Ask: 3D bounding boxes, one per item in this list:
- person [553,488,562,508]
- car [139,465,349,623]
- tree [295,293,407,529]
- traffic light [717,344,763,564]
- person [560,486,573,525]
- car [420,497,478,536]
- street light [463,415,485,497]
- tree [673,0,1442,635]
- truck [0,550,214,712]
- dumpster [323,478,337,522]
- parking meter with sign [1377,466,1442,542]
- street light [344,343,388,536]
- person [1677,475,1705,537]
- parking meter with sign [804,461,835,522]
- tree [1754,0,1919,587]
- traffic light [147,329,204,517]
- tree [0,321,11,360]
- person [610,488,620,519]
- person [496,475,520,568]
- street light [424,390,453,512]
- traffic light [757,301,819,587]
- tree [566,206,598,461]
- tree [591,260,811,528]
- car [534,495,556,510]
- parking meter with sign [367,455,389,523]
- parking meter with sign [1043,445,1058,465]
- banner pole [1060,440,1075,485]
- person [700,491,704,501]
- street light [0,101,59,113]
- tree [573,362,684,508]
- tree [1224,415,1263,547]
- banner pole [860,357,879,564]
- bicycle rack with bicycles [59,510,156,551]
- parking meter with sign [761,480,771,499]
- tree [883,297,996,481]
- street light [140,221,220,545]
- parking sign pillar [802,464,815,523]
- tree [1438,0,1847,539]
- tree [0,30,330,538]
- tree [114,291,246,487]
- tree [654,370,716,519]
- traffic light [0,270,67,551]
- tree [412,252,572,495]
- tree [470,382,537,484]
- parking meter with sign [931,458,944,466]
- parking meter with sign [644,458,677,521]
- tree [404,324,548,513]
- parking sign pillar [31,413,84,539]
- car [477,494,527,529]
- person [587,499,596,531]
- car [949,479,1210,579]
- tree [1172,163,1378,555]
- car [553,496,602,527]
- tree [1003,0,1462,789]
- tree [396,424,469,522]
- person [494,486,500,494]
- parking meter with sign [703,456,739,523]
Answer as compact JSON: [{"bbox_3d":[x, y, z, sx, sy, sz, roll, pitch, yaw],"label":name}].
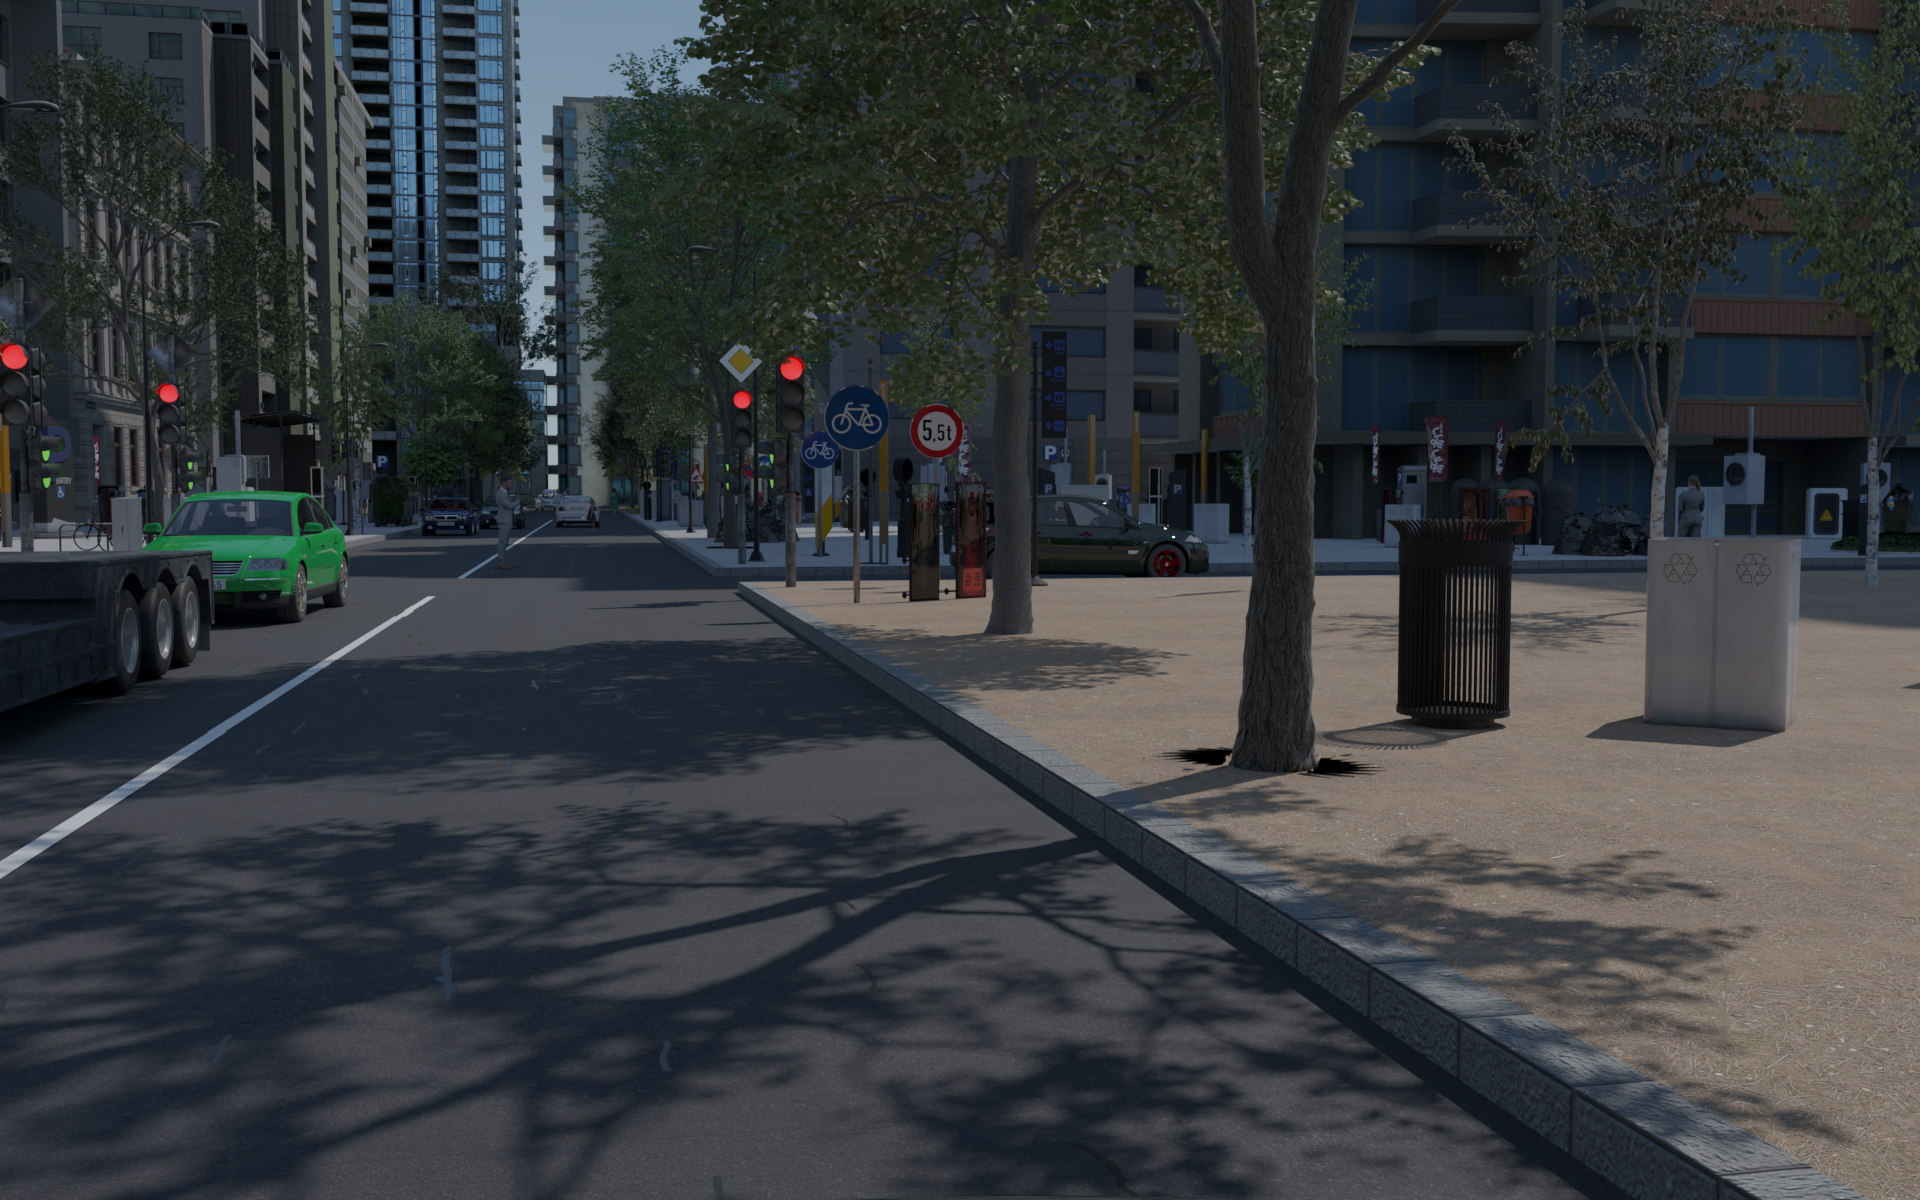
[{"bbox_3d":[-21.485,-5.146,93.312,0.731,1.740,0.598,-2,4,-35],"label":"person"},{"bbox_3d":[-8.458,-0.718,20.538,1.959,1.807,4.718,-1,4,-10],"label":"car"},{"bbox_3d":[-22.268,-6.928,63.636,4.737,8.622,4.395,0,3,0],"label":"tree"},{"bbox_3d":[-4.008,-2.610,31.591,0.839,4.253,0.868,-1,4,-12],"label":"traffic light"},{"bbox_3d":[-18.459,-4.415,80.963,0.850,1.792,0.678,0,4,8],"label":"person"},{"bbox_3d":[-17.877,-2.944,60.716,1.945,1.354,3.894,-1,4,-12],"label":"car"},{"bbox_3d":[-28.483,-7.878,101.351,1.470,5.913,1.316,-1,4,-12],"label":"street light"},{"bbox_3d":[0.830,-5.977,15.848,7.486,12.596,7.792,0,3,0],"label":"tree"},{"bbox_3d":[-5.663,-0.977,5.733,2.967,4.110,18.799,-1,4,-13],"label":"truck"},{"bbox_3d":[-21.196,-3.119,56.746,1.264,1.857,1.865,-1,4,-12],"label":"dumpster"},{"bbox_3d":[12.175,-3.089,46.768,1.738,3.016,0.543,0,4,-4],"label":"parking meter with sign"},{"bbox_3d":[-18.285,-4.940,53.317,1.470,5.913,1.316,-1,4,-12],"label":"street light"},{"bbox_3d":[13.799,-1.475,32.888,0.520,1.790,0.573,-1,4,-14],"label":"person"},{"bbox_3d":[-6.505,-5.174,80.858,1.738,3.016,0.543,3,5,44],"label":"parking meter with sign"},{"bbox_3d":[12.670,-4.473,23.494,4.737,8.622,4.395,0,3,0],"label":"tree"},{"bbox_3d":[-13.408,-2.487,29.591,0.839,4.253,0.868,-1,4,-12],"label":"traffic light"},{"bbox_3d":[-11.425,-2.067,17.510,4.285,4.588,4.351,0,3,0],"label":"tree"},{"bbox_3d":[-20.069,-5.610,100.477,0.600,1.795,0.529,0,4,3],"label":"person"},{"bbox_3d":[-8.728,-1.516,33.473,0.466,1.800,0.511,-1,4,-15],"label":"person"},{"bbox_3d":[-23.379,-6.423,77.562,1.470,5.913,1.316,-1,4,-12],"label":"street light"},{"bbox_3d":[-2.352,-2.132,23.779,0.839,4.253,0.868,-1,4,-12],"label":"traffic light"},{"bbox_3d":[-7.577,-8.071,50.088,7.486,12.596,7.792,0,3,0],"label":"tree"},{"bbox_3d":[-9.117,-7.986,64.985,7.601,10.594,8.767,-2,4,-24],"label":"tree"},{"bbox_3d":[-37.211,-8.767,155.699,2.083,1.381,4.827,-1,4,-13],"label":"car"},{"bbox_3d":[-25.939,-4.946,77.133,0.543,3.016,1.738,0,4,-2],"label":"parking meter with sign"},{"bbox_3d":[3.184,-3.934,60.576,0.543,3.016,1.738,0,4,1],"label":"parking meter with sign"},{"bbox_3d":[5.041,-5.525,80.353,0.863,3.779,0.401,0,3,0],"label":"banner pole"},{"bbox_3d":[-27.796,-10.923,187.228,0.705,1.807,1.348,-3,4,-38],"label":"person"},{"bbox_3d":[-11.355,-2.935,20.531,1.470,5.913,1.316,-1,4,-12],"label":"street light"},{"bbox_3d":[-30.160,-15.177,158.508,12.009,13.543,11.850,0,3,0],"label":"tree"},{"bbox_3d":[7.440,-2.932,42.532,1.663,3.219,1.824,0,3,0],"label":"tree"},{"bbox_3d":[-1.650,-2.562,31.900,0.401,3.779,0.863,0,4,-4],"label":"banner pole"},{"bbox_3d":[-18.772,-1.578,39.187,2.852,0.926,2.925,2,4,32],"label":"bicycle rack with bicycles"},{"bbox_3d":[-10.415,-5.922,93.081,0.543,3.016,1.738,-1,4,-14],"label":"parking meter with sign"},{"bbox_3d":[-0.844,-6.770,61.055,4.737,8.622,4.395,0,3,0],"label":"tree"},{"bbox_3d":[-13.284,-3.484,29.507,1.470,5.913,1.316,-1,4,-12],"label":"street light"},{"bbox_3d":[-6.329,-5.370,76.278,1.447,3.967,1.447,2,4,27],"label":"parking sign pillar"},{"bbox_3d":[7.691,-4.211,19.213,4.360,8.622,3.978,0,3,0],"label":"tree"},{"bbox_3d":[-16.542,-6.168,35.253,7.601,10.594,8.767,2,4,26],"label":"tree"},{"bbox_3d":[-28.826,-6.952,64.031,4.737,8.622,4.395,0,3,0],"label":"tree"},{"bbox_3d":[-14.584,-8.465,88.762,4.737,8.622,4.395,0,3,0],"label":"tree"},{"bbox_3d":[-11.752,-2.010,21.778,0.839,4.253,0.868,-1,4,-12],"label":"traffic light"},{"bbox_3d":[-34.667,-16.977,133.464,12.611,20.169,13.585,0,3,0],"label":"tree"},{"bbox_3d":[-43.173,-14.919,162.059,7.486,12.596,7.792,0,3,0],"label":"tree"},{"bbox_3d":[-1.052,-4.917,76.661,0.543,3.016,1.738,0,4,4],"label":"parking meter with sign"},{"bbox_3d":[-14.272,-5.335,83.488,1.738,3.016,0.543,0,4,7],"label":"parking meter with sign"},{"bbox_3d":[-32.810,-12.261,117.482,9.611,12.733,9.660,0,3,0],"label":"tree"},{"bbox_3d":[-26.124,-3.758,49.909,1.447,3.967,1.447,0,4,6],"label":"parking sign pillar"},{"bbox_3d":[-18.983,-3.799,71.905,2.009,1.686,4.222,-1,4,-12],"label":"car"},{"bbox_3d":[-14.169,-3.266,66.565,0.373,1.253,0.362,-1,4,-14],"label":"person"},{"bbox_3d":[1.920,-1.113,27.981,4.222,1.686,2.009,-1,4,-11],"label":"car"},{"bbox_3d":[6.157,-5.236,35.965,4.737,8.622,4.395,0,3,0],"label":"tree"},{"bbox_3d":[-16.752,-3.886,75.898,2.083,1.381,4.827,-1,4,-12],"label":"car"},{"bbox_3d":[1.446,-5.009,7.648,9.928,11.665,9.643,0,3,0],"label":"tree"},{"bbox_3d":[-24.731,-5.970,81.319,4.285,4.588,4.351,0,3,0],"label":"tree"},{"bbox_3d":[-22.167,-4.549,83.053,0.511,1.800,0.466,0,4,-6],"label":"person"},{"bbox_3d":[-10.717,-5.042,78.695,1.738,3.016,0.543,-2,4,-26],"label":"parking meter with sign"}]
